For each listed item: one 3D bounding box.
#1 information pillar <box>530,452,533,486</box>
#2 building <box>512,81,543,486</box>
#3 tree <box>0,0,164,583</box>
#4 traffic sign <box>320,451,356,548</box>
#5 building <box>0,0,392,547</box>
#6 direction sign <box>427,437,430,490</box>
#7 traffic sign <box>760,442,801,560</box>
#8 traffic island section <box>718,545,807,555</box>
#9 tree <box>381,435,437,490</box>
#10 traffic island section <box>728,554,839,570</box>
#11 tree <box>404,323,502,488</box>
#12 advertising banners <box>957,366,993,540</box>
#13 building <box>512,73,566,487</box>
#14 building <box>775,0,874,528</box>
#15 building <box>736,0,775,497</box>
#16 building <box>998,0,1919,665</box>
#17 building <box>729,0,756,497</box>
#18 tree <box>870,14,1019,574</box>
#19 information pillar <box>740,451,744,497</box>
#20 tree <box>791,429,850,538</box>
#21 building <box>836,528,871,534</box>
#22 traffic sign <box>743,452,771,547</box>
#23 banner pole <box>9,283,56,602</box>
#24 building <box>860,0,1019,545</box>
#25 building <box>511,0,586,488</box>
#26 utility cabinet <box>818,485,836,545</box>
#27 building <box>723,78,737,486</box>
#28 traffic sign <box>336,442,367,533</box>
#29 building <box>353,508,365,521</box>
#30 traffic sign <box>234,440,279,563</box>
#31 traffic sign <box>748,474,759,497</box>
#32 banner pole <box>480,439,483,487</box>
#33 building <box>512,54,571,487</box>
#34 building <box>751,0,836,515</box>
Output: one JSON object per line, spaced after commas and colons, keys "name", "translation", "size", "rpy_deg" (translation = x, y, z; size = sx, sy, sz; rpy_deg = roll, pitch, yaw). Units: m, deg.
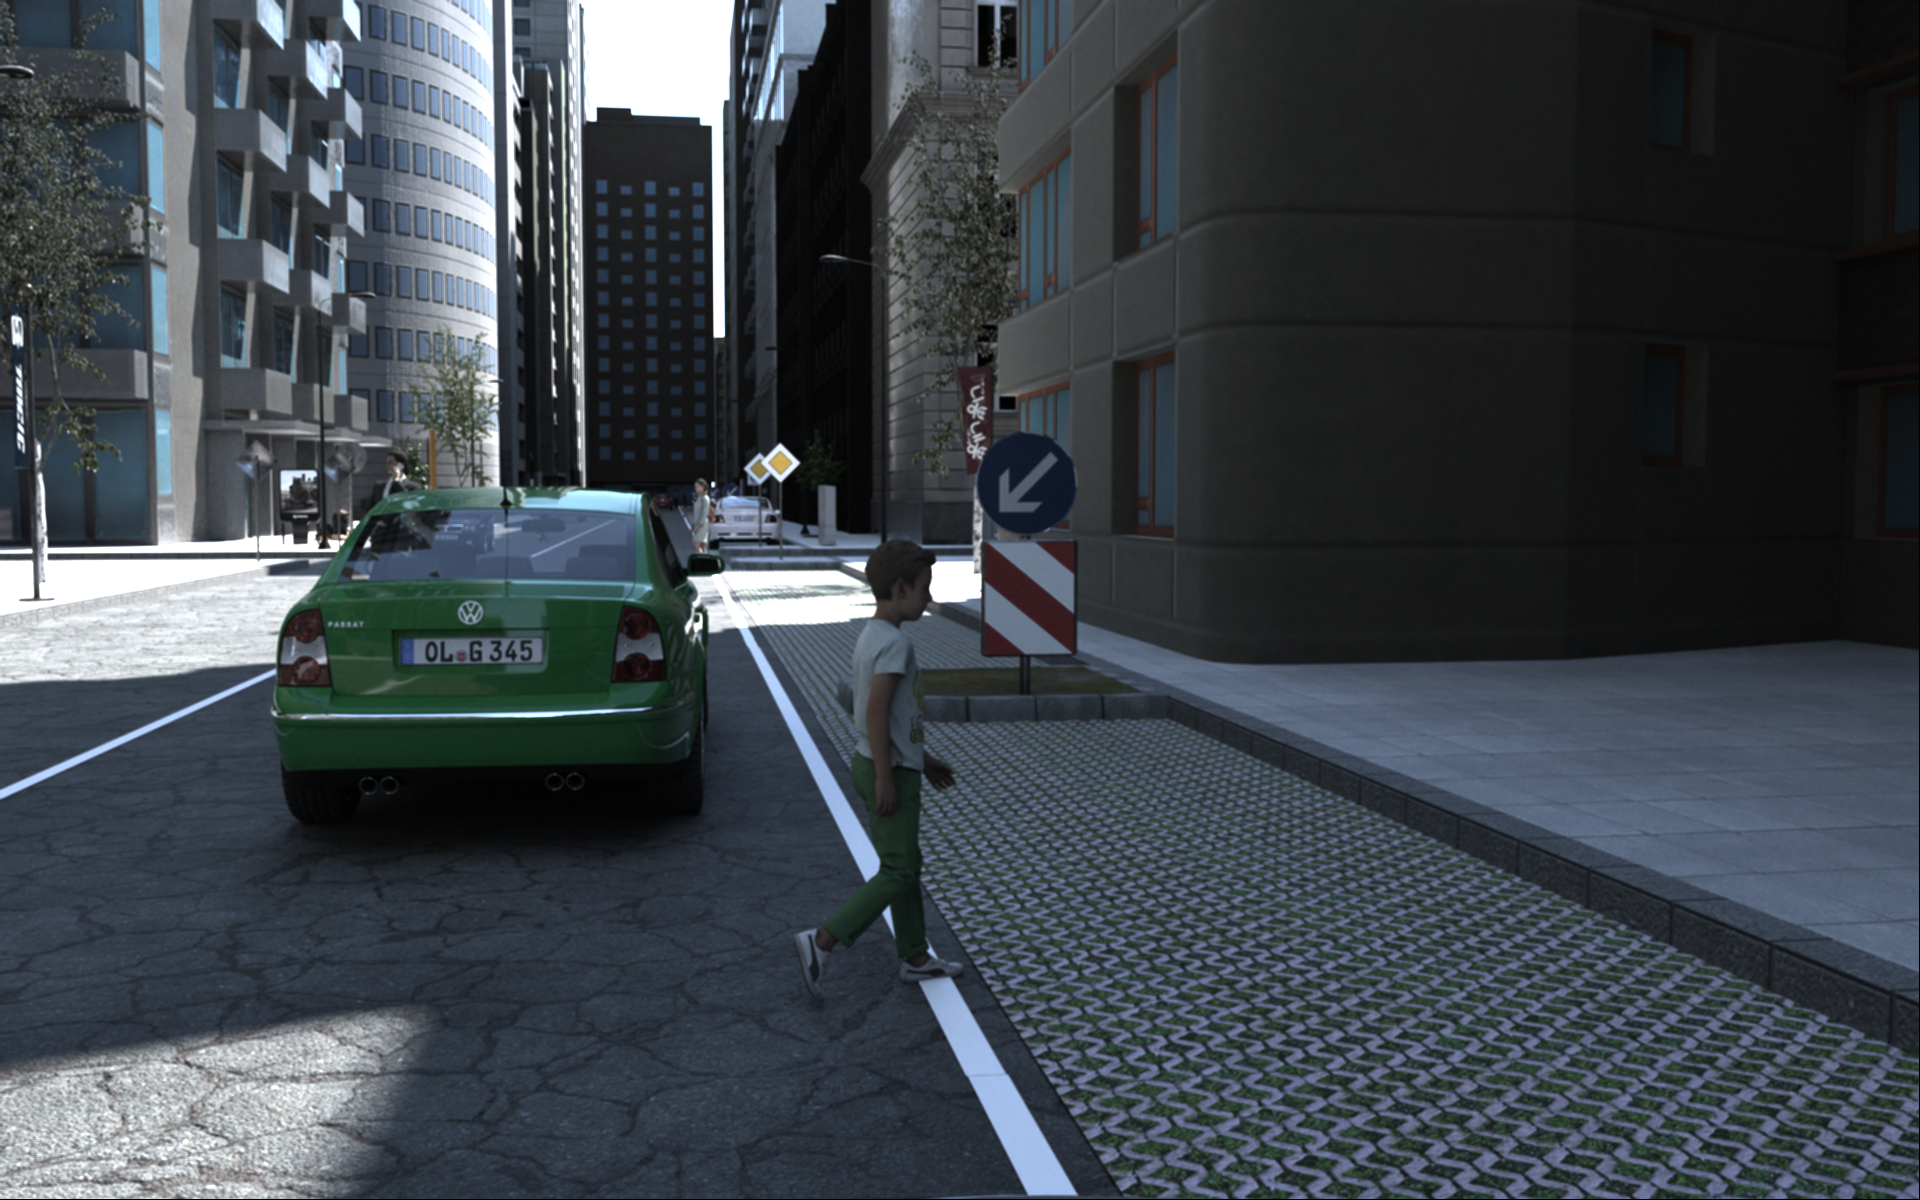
{"name": "information pillar", "translation": [-23.690, -6.387, 95.775], "size": [0.183, 3.616, 0.504], "rpy_deg": [-2, 4, -24]}
{"name": "building", "translation": [-36.752, -21.284, 119.690], "size": [14.160, 30.474, 14.107], "rpy_deg": [-1, 4, -9]}
{"name": "tree", "translation": [-13.266, -4.533, 24.474], "size": [4.360, 8.622, 3.978], "rpy_deg": [0, 3, 0]}
{"name": "traffic sign", "translation": [-14.376, -2.229, 40.083], "size": [0.795, 2.450, 0.064], "rpy_deg": [-1, 4, -9]}
{"name": "building", "translation": [-31.166, -26.444, 51.976], "size": [23.786, 49.044, 30.456], "rpy_deg": [-1, 4, -9]}
{"name": "direction sign", "translation": [-21.288, -4.732, 69.372], "size": [0.379, 3.537, 0.876], "rpy_deg": [-1, 4, -16]}
{"name": "traffic sign", "translation": [-3.499, -1.843, 33.770], "size": [0.795, 2.450, 0.064], "rpy_deg": [-1, 4, -9]}
{"name": "traffic island section", "translation": [-4.787, -1.189, 41.728], "size": [2.009, 0.180, 2.903], "rpy_deg": [-1, 4, -9]}
{"name": "tree", "translation": [-18.038, -3.814, 56.958], "size": [1.663, 3.219, 1.824], "rpy_deg": [0, 3, 0]}
{"name": "traffic island section", "translation": [-3.477, -0.708, 33.851], "size": [2.009, 0.180, 2.903], "rpy_deg": [-1, 4, -9]}
{"name": "tree", "translation": [-21.440, -7.558, 73.929], "size": [4.737, 8.622, 4.395], "rpy_deg": [0, 3, 0]}
{"name": "advertising banners", "translation": [0.919, -1.670, 23.489], "size": [2.074, 3.025, 0.090], "rpy_deg": [2, 4, 23]}
{"name": "building", "translation": [-48.140, -27.211, 136.781], "size": [32.217, 40.220, 23.993], "rpy_deg": [-1, 4, -9]}
{"name": "building", "translation": [-1.818, -15.298, 79.795], "size": [12.332, 23.373, 15.834], "rpy_deg": [-1, 4, -9]}
{"name": "building", "translation": [-5.287, -31.489, 134.457], "size": [23.786, 49.044, 30.456], "rpy_deg": [-1, 4, -9]}
{"name": "building", "translation": [16.476, -10.037, 9.141], "size": [27.650, 21.520, 28.899], "rpy_deg": [-1, 4, -9]}
{"name": "building", "translation": [-13.420, -30.930, 155.815], "size": [14.600, 45.320, 14.200], "rpy_deg": [-1, 4, -9]}
{"name": "tree", "translation": [0.414, -4.731, 27.711], "size": [4.360, 8.622, 3.978], "rpy_deg": [0, 3, 0]}
{"name": "information pillar", "translation": [-11.933, -6.332, 94.875], "size": [0.183, 3.616, 0.504], "rpy_deg": [1, 4, 10]}
{"name": "tree", "translation": [-4.330, -3.482, 51.529], "size": [1.663, 3.219, 1.824], "rpy_deg": [0, 3, 0]}
{"name": "building", "translation": [1.208, -14.316, 63.751], "size": [12.332, 23.373, 15.834], "rpy_deg": [-1, 4, -9]}
{"name": "traffic sign", "translation": [-4.809, -2.324, 41.647], "size": [0.795, 2.450, 0.064], "rpy_deg": [-1, 4, -9]}
{"name": "banner pole", "translation": [-11.048, -1.863, 20.476], "size": [0.401, 3.779, 0.863], "rpy_deg": [-1, 4, -11]}
{"name": "building", "translation": [10.081, -15.469, 50.186], "size": [25.104, 27.353, 12.463], "rpy_deg": [-1, 4, -9]}
{"name": "building", "translation": [-49.248, -45.068, 175.107], "size": [20.611, 71.187, 20.563], "rpy_deg": [-1, 4, -9]}
{"name": "utility cabinet", "translation": [-3.314, -2.120, 43.336], "size": [0.318, 1.500, 1.173], "rpy_deg": [-1, 4, -12]}
{"name": "building", "translation": [-15.547, -29.750, 170.012], "size": [14.154, 41.232, 14.086], "rpy_deg": [-1, 4, -9]}
{"name": "traffic sign", "translation": [-14.840, -2.575, 42.211], "size": [0.768, 2.556, 0.104], "rpy_deg": [0, 4, -3]}
{"name": "building", "translation": [-35.590, -33.569, 90.860], "size": [21.231, 58.520, 28.212], "rpy_deg": [-1, 4, -9]}
{"name": "traffic sign", "translation": [-13.066, -1.747, 32.206], "size": [0.795, 2.450, 0.064], "rpy_deg": [-1, 4, -9]}
{"name": "traffic sign", "translation": [-9.923, -4.969, 83.376], "size": [0.606, 2.300, 0.079], "rpy_deg": [0, 4, -5]}
{"name": "banner pole", "translation": [-21.816, -5.444, 79.020], "size": [0.401, 3.779, 0.863], "rpy_deg": [-1, 4, -19]}
{"name": "building", "translation": [-43.122, -28.945, 156.845], "size": [14.154, 41.232, 14.086], "rpy_deg": [-1, 4, -9]}
{"name": "building", "translation": [-5.932, -19.848, 102.007], "size": [11.434, 29.767, 29.804], "rpy_deg": [-1, 4, -9]}
